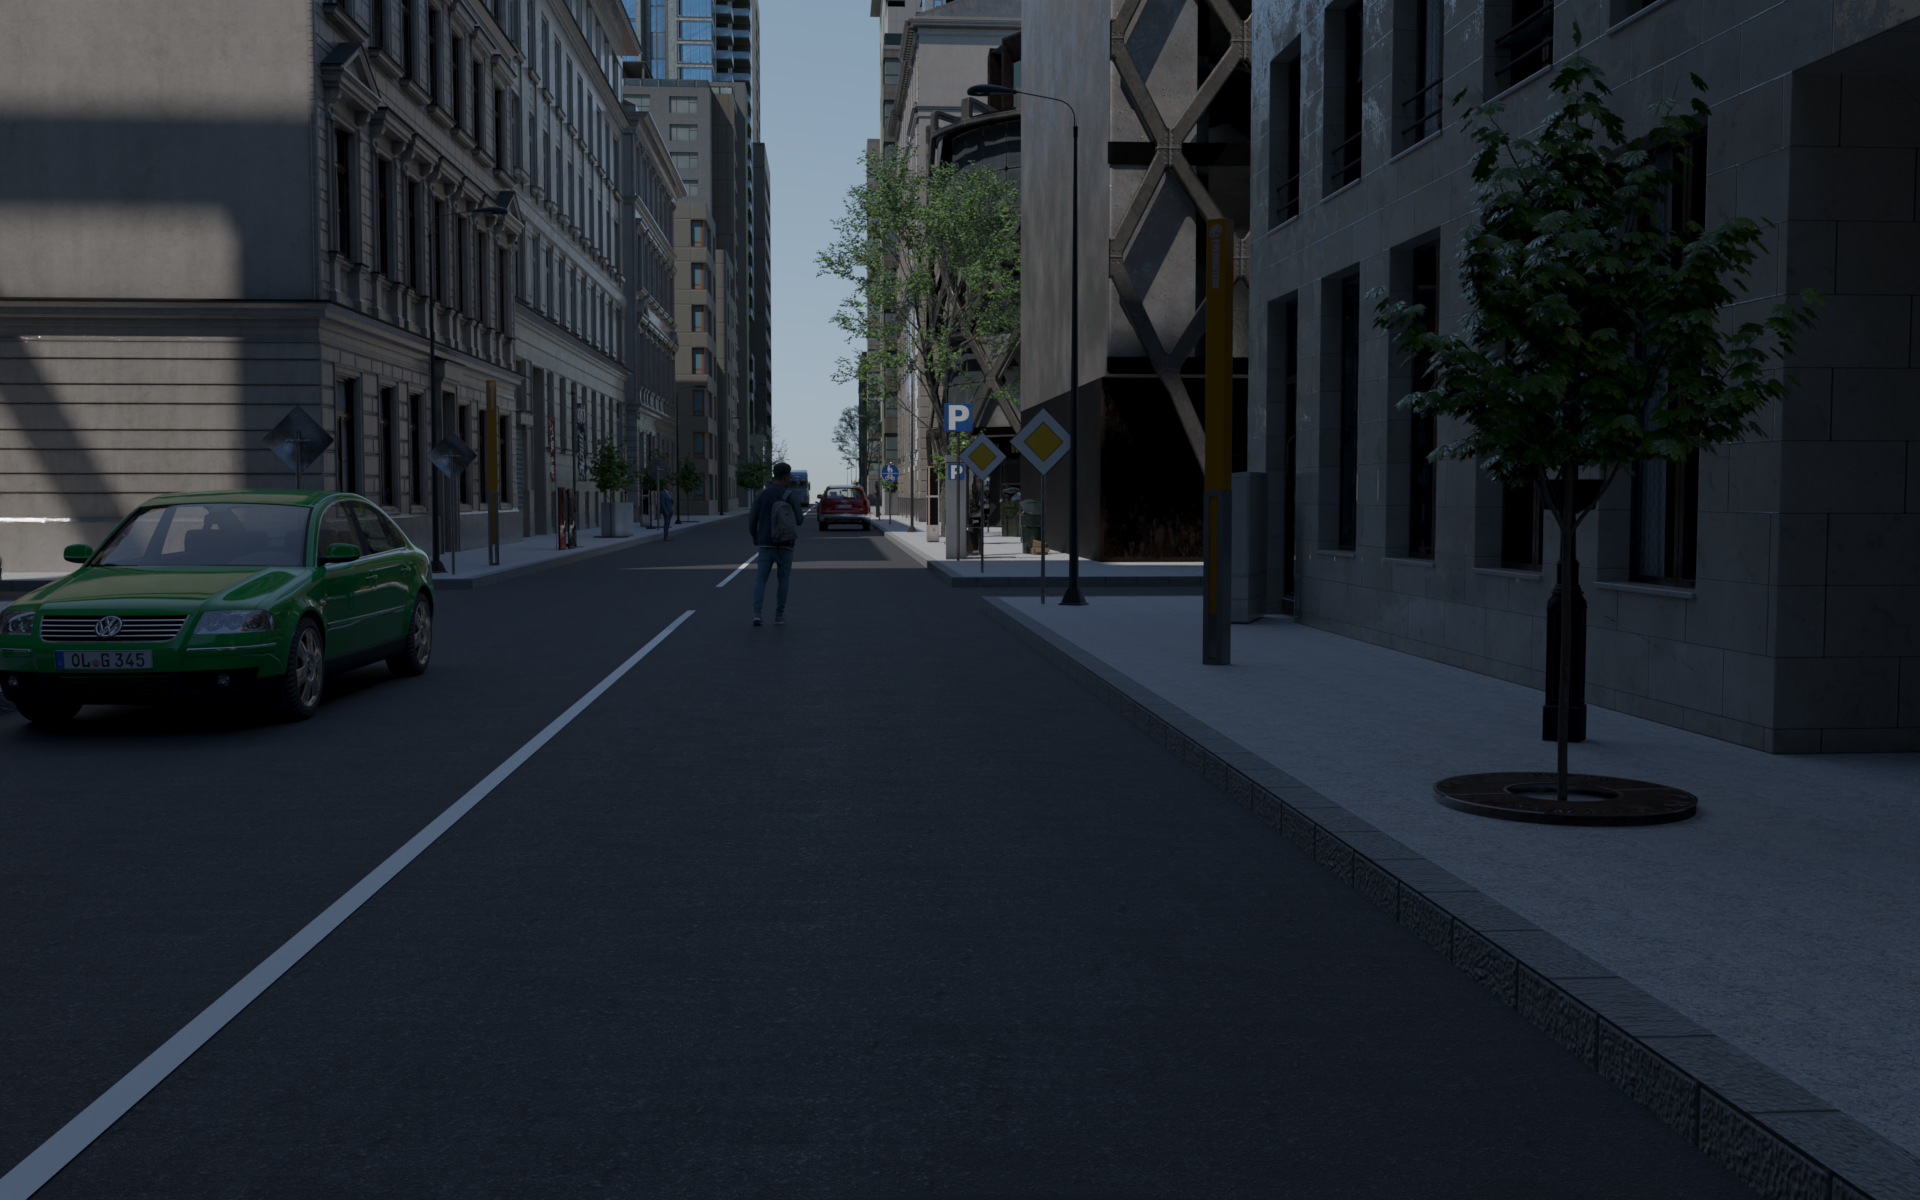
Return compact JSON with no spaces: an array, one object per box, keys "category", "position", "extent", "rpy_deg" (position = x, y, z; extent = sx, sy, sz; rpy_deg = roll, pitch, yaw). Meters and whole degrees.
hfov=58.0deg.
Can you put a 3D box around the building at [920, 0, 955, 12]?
[{"category":"building","position":[5.745,-50.258,134.389],"extent":[22.319,86.520,31.000],"rpy_deg":[0,4,-4]}]

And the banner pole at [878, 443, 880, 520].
[{"category":"banner pole","position":[-3.966,-5.795,84.768],"extent":[0.401,3.779,0.863],"rpy_deg":[0,4,-6]}]

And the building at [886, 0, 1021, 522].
[{"category":"building","position":[2.821,-17.936,90.521],"extent":[12.463,27.353,25.104],"rpy_deg":[0,4,-4]}]

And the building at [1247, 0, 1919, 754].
[{"category":"building","position":[8.995,-9.537,10.678],"extent":[10.420,20.320,16.860],"rpy_deg":[0,4,-4]}]

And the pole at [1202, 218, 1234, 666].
[{"category":"pole","position":[1.933,-1.169,12.951],"extent":[0.158,3.312,0.155],"rpy_deg":[0,3,0]}]

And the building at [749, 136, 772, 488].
[{"category":"building","position":[-35.752,-36.880,226.694],"extent":[21.300,48.544,21.600],"rpy_deg":[0,4,-4]}]

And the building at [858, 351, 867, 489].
[{"category":"building","position":[0.847,-23.260,225.344],"extent":[27.650,21.520,28.899],"rpy_deg":[0,4,-4]}]

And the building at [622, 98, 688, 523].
[{"category":"building","position":[-20.252,-15.324,86.711],"extent":[11.583,22.565,21.152],"rpy_deg":[0,4,-4]}]

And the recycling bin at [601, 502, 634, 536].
[{"category":"recycling bin","position":[-10.411,-2.449,52.601],"extent":[0.722,1.027,0.722],"rpy_deg":[3,5,42]}]

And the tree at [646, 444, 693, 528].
[{"category":"tree","position":[-11.430,-4.377,66.164],"extent":[1.663,3.219,1.824],"rpy_deg":[0,3,0]}]

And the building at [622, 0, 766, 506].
[{"category":"building","position":[-33.597,-54.232,199.372],"extent":[22.319,86.520,31.000],"rpy_deg":[0,4,-4]}]

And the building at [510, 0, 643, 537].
[{"category":"building","position":[-20.814,-13.929,61.027],"extent":[16.112,22.955,30.059],"rpy_deg":[0,4,-4]}]

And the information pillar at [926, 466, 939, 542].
[{"category":"information pillar","position":[-0.719,-2.538,45.996],"extent":[0.304,2.012,0.304],"rpy_deg":[-1,4,-12]}]

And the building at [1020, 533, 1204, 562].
[{"category":"building","position":[10.569,-10.410,37.657],"extent":[16.811,18.784,16.820],"rpy_deg":[0,4,-4]}]

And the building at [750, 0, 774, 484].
[{"category":"building","position":[-36.596,-49.492,247.445],"extent":[20.563,71.187,20.611],"rpy_deg":[0,4,-4]}]

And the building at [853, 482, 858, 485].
[{"category":"building","position":[0.643,-34.211,251.230],"extent":[32.217,40.220,23.993],"rpy_deg":[0,4,-4]}]

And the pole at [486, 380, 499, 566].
[{"category":"pole","position":[-8.389,-2.277,31.077],"extent":[0.158,3.312,0.155],"rpy_deg":[0,3,0]}]

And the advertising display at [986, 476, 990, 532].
[{"category":"advertising display","position":[0.531,-3.213,57.743],"extent":[0.974,1.923,0.123],"rpy_deg":[-1,4,-16]}]

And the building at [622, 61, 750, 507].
[{"category":"building","position":[-27.676,-29.542,166.609],"extent":[14.154,41.232,14.086],"rpy_deg":[0,4,-4]}]

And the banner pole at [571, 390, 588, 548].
[{"category":"banner pole","position":[-9.205,-3.169,41.828],"extent":[0.401,3.779,0.863],"rpy_deg":[1,4,16]}]

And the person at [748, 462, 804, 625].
[{"category":"person","position":[-2.019,-0.623,19.028],"extent":[0.623,1.781,0.721],"rpy_deg":[0,4,-3]}]

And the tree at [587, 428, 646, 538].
[{"category":"tree","position":[-10.238,-3.439,50.834],"extent":[1.663,3.219,1.824],"rpy_deg":[0,3,0]}]

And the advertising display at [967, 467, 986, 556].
[{"category":"advertising display","position":[0.279,-1.886,36.047],"extent":[0.123,1.923,0.974],"rpy_deg":[1,4,19]}]

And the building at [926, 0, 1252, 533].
[{"category":"building","position":[6.975,-12.382,69.890],"extent":[16.820,18.784,16.811],"rpy_deg":[0,4,-4]}]

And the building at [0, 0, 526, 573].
[{"category":"building","position":[-15.789,-10.528,36.754],"extent":[10.561,19.102,19.286],"rpy_deg":[0,4,-4]}]

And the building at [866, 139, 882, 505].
[{"category":"building","position":[-3.911,-31.744,202.616],"extent":[14.154,41.232,14.086],"rpy_deg":[0,4,-4]}]

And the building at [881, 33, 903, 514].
[{"category":"building","position":[1.838,-20.879,113.079],"extent":[14.160,30.474,14.107],"rpy_deg":[0,4,-4]}]

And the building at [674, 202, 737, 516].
[{"category":"building","position":[-29.888,-16.587,116.243],"extent":[27.650,21.520,28.899],"rpy_deg":[0,4,-4]}]

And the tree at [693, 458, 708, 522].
[{"category":"tree","position":[-12.254,-5.150,78.802],"extent":[1.663,3.219,1.824],"rpy_deg":[0,3,0]}]

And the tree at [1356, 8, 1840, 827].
[{"category":"tree","position":[2.369,-0.760,7.034],"extent":[1.663,3.219,1.824],"rpy_deg":[0,3,0]}]

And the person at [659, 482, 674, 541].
[{"category":"person","position":[-9.058,-2.737,53.439],"extent":[0.419,1.800,0.721],"rpy_deg":[0,4,5]}]

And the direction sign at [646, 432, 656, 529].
[{"category":"direction sign","position":[-11.302,-4.357,63.240],"extent":[0.379,3.537,0.876],"rpy_deg":[-1,4,-12]}]

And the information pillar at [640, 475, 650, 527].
[{"category":"information pillar","position":[-12.391,-3.886,68.035],"extent":[0.304,2.012,0.304],"rpy_deg":[-2,4,-27]}]

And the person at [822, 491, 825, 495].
[{"category":"person","position":[-16.176,-12.145,207.037],"extent":[1.348,1.831,0.705],"rpy_deg":[0,4,-1]}]

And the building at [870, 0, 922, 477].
[{"category":"building","position":[6.208,-35.198,164.732],"extent":[28.713,52.752,27.495],"rpy_deg":[0,4,-4]}]
